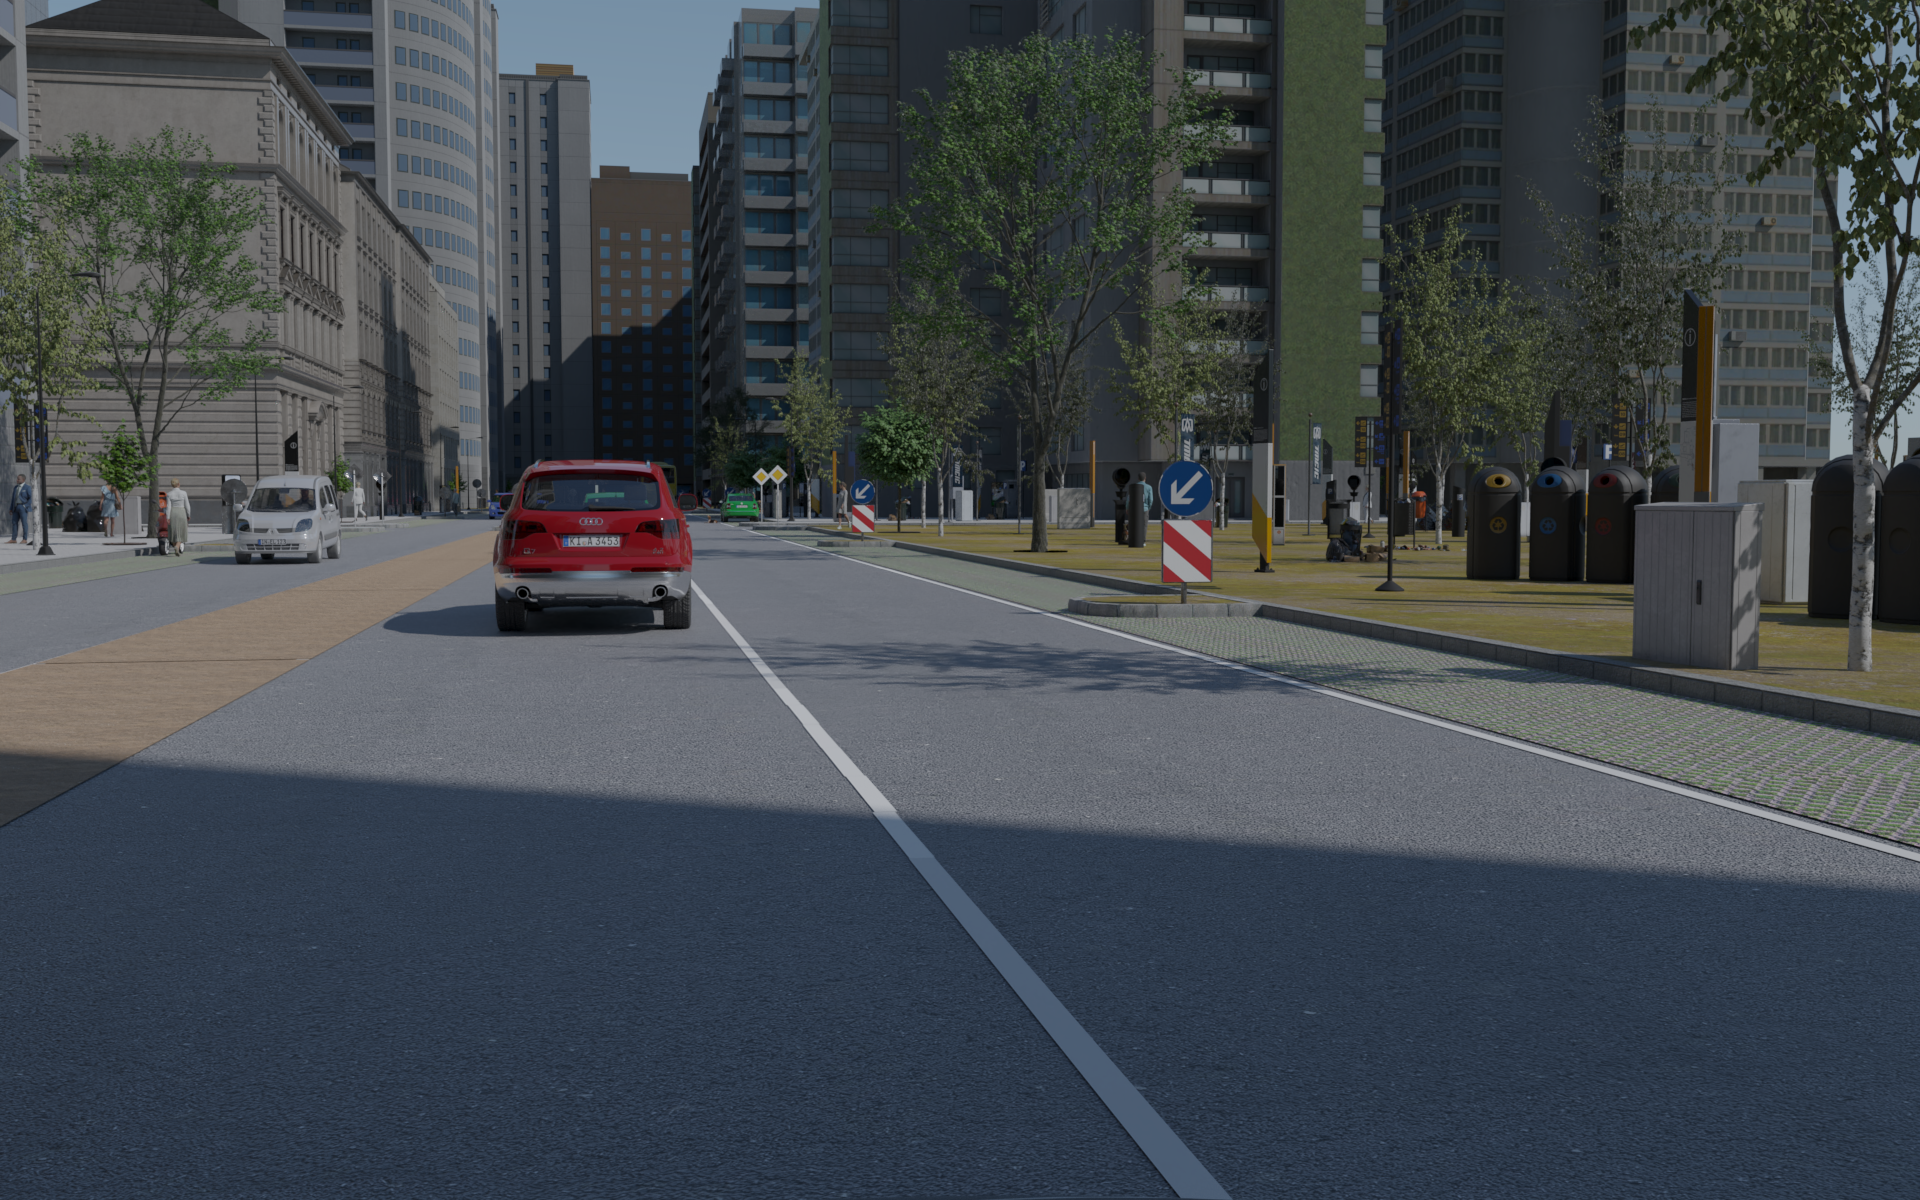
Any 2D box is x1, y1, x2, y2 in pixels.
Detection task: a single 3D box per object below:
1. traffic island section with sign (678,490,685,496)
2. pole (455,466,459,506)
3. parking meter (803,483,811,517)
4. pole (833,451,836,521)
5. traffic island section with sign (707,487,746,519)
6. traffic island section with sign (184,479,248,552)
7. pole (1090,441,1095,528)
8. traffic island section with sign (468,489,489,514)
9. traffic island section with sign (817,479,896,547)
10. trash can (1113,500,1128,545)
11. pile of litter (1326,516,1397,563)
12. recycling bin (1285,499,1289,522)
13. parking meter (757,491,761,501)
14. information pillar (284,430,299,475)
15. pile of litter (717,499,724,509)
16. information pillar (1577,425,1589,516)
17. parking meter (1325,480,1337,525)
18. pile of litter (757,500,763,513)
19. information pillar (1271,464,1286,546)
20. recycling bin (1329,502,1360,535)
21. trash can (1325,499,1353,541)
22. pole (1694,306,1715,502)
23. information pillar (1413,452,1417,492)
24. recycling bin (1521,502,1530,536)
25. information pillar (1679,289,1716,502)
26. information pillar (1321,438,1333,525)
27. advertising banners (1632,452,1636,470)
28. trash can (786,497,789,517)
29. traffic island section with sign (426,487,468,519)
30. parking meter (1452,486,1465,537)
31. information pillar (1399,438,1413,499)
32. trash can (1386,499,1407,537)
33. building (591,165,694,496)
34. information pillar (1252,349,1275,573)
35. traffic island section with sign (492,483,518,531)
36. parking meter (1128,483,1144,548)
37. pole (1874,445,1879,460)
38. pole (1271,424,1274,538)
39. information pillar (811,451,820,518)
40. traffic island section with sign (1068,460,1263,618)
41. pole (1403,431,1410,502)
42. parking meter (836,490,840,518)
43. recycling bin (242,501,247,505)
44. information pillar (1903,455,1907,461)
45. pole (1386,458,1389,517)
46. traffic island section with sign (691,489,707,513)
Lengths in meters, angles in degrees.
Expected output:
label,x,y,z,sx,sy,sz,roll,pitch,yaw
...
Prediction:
label,x,y,z,sx,sy,sz,roll,pitch,yaw
traffic island section with sign,-28.665,-10.328,177.488,1.989,1.847,2.006,-1,4,-11
pole,-36.766,-8.121,126.626,0.158,3.312,0.155,0,3,0
parking meter,-8.361,-5.461,94.990,0.399,1.863,0.255,2,4,23
pole,-5.976,-5.419,82.440,0.158,3.312,0.155,0,3,0
traffic island section with sign,-13.587,-5.673,101.388,1.989,1.847,2.006,-1,4,-11
traffic island section with sign,-18.402,-2.152,43.809,1.989,1.847,2.006,-1,4,-11
pole,5.068,-4.438,66.405,0.158,3.312,0.155,0,3,0
traffic island section with sign,-34.521,-7.128,125.163,1.989,1.847,2.006,-1,4,-11
traffic island section with sign,-2.868,-2.366,47.310,1.989,1.847,2.006,-1,4,-11
trash can,4.217,-1.960,43.705,0.748,1.137,0.748,0,3,0
pile of litter,7.703,-1.171,33.109,1.719,0.858,1.176,-2,4,-27
recycling bin,15.034,-4.201,81.237,0.722,1.027,0.722,0,4,4
parking meter,-14.524,-7.104,124.560,0.372,1.533,0.369,0,3,0
information pillar,-24.551,-4.425,63.705,0.504,3.616,0.183,0,4,-7
pile of litter,-20.190,-8.259,148.999,1.719,0.858,1.176,-3,4,-37
information pillar,21.078,-4.118,58.681,0.183,3.616,0.504,-1,4,-22
parking meter,15.144,-3.976,70.717,0.399,1.863,0.255,3,4,36
pile of litter,-13.896,-6.448,119.381,1.719,0.858,1.176,1,4,19
information pillar,7.935,-2.363,43.132,0.304,2.012,0.304,0,4,3
recycling bin,12.188,-2.593,54.954,0.722,1.027,0.722,-2,4,-30
trash can,10.280,-2.163,47.023,0.748,1.137,0.748,0,3,0
pole,8.108,-1.533,18.903,0.158,3.312,0.155,0,3,0
information pillar,24.228,-6.192,92.592,0.504,3.616,0.183,-3,5,-44
recycling bin,16.970,-2.462,52.811,0.722,1.027,0.722,-3,4,-37
information pillar,8.338,-1.730,19.644,0.183,3.616,0.504,-1,4,-12
information pillar,15.443,-4.983,72.829,0.183,3.616,0.504,-3,5,-41
advertising banners,27.983,-4.686,72.810,0.090,3.025,2.074,0,4,1
trash can,-9.723,-5.117,95.314,0.748,1.137,0.748,0,3,0
traffic island section with sign,-29.223,-5.490,98.392,1.989,1.847,2.006,-1,4,-11
parking meter,14.887,-2.648,51.708,0.372,1.533,0.369,0,3,0
information pillar,18.588,-4.965,72.540,0.183,3.616,0.504,-3,4,-37
trash can,13.198,-2.481,52.224,0.748,1.137,0.748,0,3,0
building,-43.450,-36.062,239.720,14.200,45.320,14.600,-1,4,-11
information pillar,4.957,-2.262,28.340,0.183,3.616,0.504,-1,4,-22
traffic island section with sign,-17.206,-3.643,67.702,2.006,1.907,1.989,-1,4,-11
parking meter,4.212,-2.017,41.394,0.372,1.533,0.369,0,3,0
pole,37.636,-4.731,71.201,0.158,3.312,0.155,0,3,0
pole,8.992,-3.450,50.248,0.158,3.312,0.155,0,3,0
information pillar,-7.847,-6.275,93.950,0.504,3.616,0.183,-2,4,-30
traffic island section with sign,2.376,-0.749,20.868,1.989,1.847,2.006,-1,4,-11
pole,14.500,-3.822,56.327,0.158,3.312,0.155,0,3,0
parking meter,-6.600,-5.158,92.736,0.372,1.533,0.369,0,3,0
recycling bin,-26.614,-3.146,63.991,0.722,1.027,0.722,-2,4,-27
information pillar,17.931,-1.722,32.644,0.304,2.012,0.304,1,4,21
pole,24.093,-6.342,97.533,0.158,3.312,0.155,0,3,0
traffic island section with sign,-18.830,-7.291,127.842,1.989,1.847,2.006,-1,4,-11
